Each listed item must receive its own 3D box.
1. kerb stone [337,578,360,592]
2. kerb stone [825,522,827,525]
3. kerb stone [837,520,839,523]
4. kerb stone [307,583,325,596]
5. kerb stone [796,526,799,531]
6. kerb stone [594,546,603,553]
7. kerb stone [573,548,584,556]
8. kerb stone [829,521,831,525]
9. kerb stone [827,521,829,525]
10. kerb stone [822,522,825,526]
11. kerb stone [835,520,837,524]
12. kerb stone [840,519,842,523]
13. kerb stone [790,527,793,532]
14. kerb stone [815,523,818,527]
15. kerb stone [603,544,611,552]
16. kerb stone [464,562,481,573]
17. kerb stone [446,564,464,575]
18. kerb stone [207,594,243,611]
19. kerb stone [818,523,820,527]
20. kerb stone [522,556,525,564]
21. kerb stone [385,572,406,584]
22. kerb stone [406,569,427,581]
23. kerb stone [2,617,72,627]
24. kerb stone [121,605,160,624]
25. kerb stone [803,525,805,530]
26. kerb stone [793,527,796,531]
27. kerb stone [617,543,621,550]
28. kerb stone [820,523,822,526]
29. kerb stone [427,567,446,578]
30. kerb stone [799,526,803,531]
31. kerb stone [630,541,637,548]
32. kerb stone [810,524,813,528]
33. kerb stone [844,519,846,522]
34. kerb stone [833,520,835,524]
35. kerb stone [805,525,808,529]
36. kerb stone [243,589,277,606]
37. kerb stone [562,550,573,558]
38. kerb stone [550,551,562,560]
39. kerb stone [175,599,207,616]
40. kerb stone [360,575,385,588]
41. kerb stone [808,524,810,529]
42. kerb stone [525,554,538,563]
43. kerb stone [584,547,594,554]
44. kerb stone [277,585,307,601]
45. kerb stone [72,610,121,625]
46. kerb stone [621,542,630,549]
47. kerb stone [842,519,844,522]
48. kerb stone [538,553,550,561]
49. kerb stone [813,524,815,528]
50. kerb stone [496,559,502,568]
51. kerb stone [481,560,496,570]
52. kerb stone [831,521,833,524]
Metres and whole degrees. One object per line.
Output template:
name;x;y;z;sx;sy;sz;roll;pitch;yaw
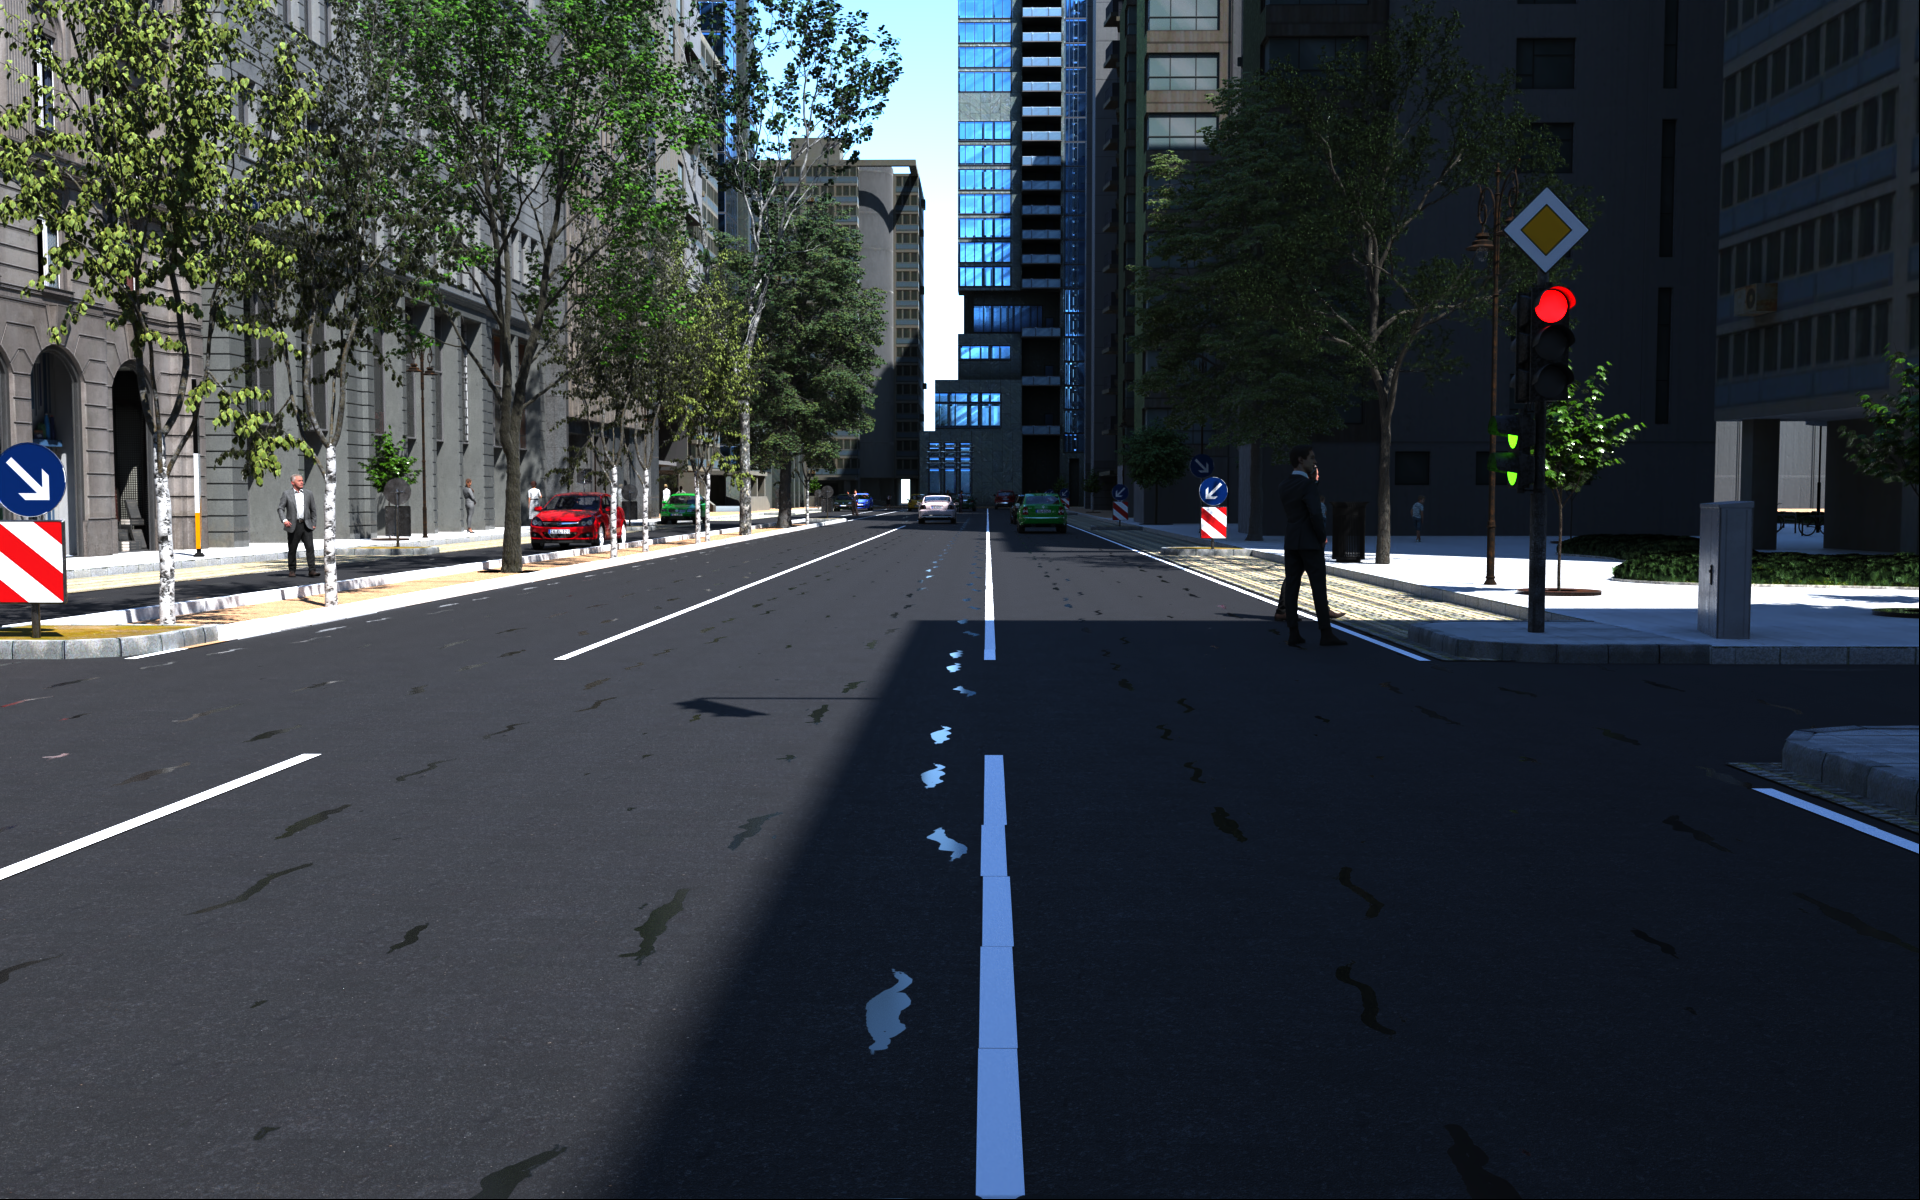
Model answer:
kerb stone;-9.136;-0.204;25.580;0.120;0.150;1.000;0;4;1
kerb stone;-6.209;-3.397;77.847;0.120;0.150;1.000;0;4;1
kerb stone;-6.111;-3.773;83.982;0.120;0.150;1.000;0;4;1
kerb stone;-9.156;-0.144;24.550;0.120;0.150;1.000;0;4;1
kerb stone;-6.393;-2.711;66.582;0.120;0.150;1.000;0;4;1
kerb stone;-8.877;-1.210;41.980;0.120;0.150;1.000;0;4;1
kerb stone;-8.908;-1.085;39.931;0.120;0.150;1.000;0;4;1
kerb stone;-6.172;-3.529;79.893;0.120;0.150;1.000;0;4;1
kerb stone;-6.193;-3.466;78.871;0.120;0.150;1.000;0;4;1
kerb stone;-6.227;-3.339;76.822;0.120;0.150;1.000;0;4;1
kerb stone;-6.127;-3.708;82.960;0.120;0.150;1.000;0;4;1
kerb stone;-6.075;-3.904;86.031;0.120;0.150;1.000;0;4;1
kerb stone;-6.415;-2.583;64.528;0.120;0.150;1.000;0;4;1
kerb stone;-6.268;-3.153;73.755;0.120;0.150;1.000;0;4;1
kerb stone;-8.857;-1.274;43.022;0.120;0.150;1.000;0;4;1
kerb stone;-9.034;-0.583;31.731;0.120;0.150;1.000;0;4;1
kerb stone;-9.053;-0.512;30.702;0.120;0.150;1.000;0;4;1
kerb stone;-9.197;0.046;21.480;0.120;0.150;1.000;0;4;1
kerb stone;-6.255;-3.216;74.778;0.120;0.150;1.000;0;4;1
kerb stone;-8.986;-0.770;34.802;0.120;0.150;1.000;0;4;1
kerb stone;-9.099;-0.331;27.628;0.120;0.150;1.000;0;4;1
kerb stone;-9.088;-0.395;28.654;0.120;0.150;1.000;0;4;1
kerb stone;-9.261;0.295;17.369;0.120;0.150;1.000;0;4;1
kerb stone;-9.231;0.169;19.428;0.120;0.150;1.000;0;4;1
kerb stone;-6.348;-2.840;68.628;0.120;0.150;1.000;0;4;1
kerb stone;-6.400;-2.649;65.553;0.120;0.150;1.000;0;4;1
kerb stone;-8.845;-1.337;44.047;0.120;0.150;1.000;0;4;1
kerb stone;-6.240;-3.278;75.800;0.120;0.150;1.000;0;4;1
kerb stone;-9.072;-0.458;29.679;0.120;0.150;1.000;0;4;1
kerb stone;-6.360;-2.773;67.605;0.120;0.150;1.000;0;4;1
kerb stone;-8.815;-1.458;46.100;0.120;0.150;1.000;0;4;1
kerb stone;-6.302;-3.029;71.711;0.120;0.150;1.000;0;4;1
kerb stone;-6.042;-4.029;88.084;0.120;0.150;1.000;0;4;1
kerb stone;-6.137;-3.654;81.938;0.120;0.150;1.000;0;4;1
kerb stone;-6.330;-2.903;69.657;0.120;0.150;1.000;0;4;1
kerb stone;-9.177;-0.019;22.502;0.120;0.150;1.000;0;4;1
kerb stone;-8.928;-1.020;38.909;0.120;0.150;1.000;0;4;1
kerb stone;-8.936;-0.955;37.882;0.120;0.150;1.000;0;4;1
kerb stone;-9.215;0.106;20.458;0.120;0.150;1.000;0;4;1
kerb stone;-9.114;-0.269;26.605;0.120;0.150;1.000;0;4;1
kerb stone;-6.319;-2.962;70.689;0.120;0.150;1.000;0;4;1
kerb stone;-8.972;-0.831;35.831;0.120;0.150;1.000;0;4;1
kerb stone;-8.900;-1.148;40.957;0.120;0.150;1.000;0;4;1
kerb stone;-9.167;-0.080;23.525;0.120;0.150;1.000;0;4;1
kerb stone;-9.243;0.233;18.391;0.120;0.150;1.000;0;4;1
kerb stone;-8.827;-1.399;45.076;0.120;0.150;1.000;0;4;1
kerb stone;-6.060;-3.964;87.054;0.120;0.150;1.000;0;4;1
kerb stone;-8.956;-0.896;36.852;0.120;0.150;1.000;0;4;1
kerb stone;-6.288;-3.091;72.733;0.120;0.150;1.000;0;4;1
kerb stone;-9.008;-0.709;33.780;0.120;0.150;1.000;0;4;1
kerb stone;-9.020;-0.641;32.753;0.120;0.150;1.000;0;4;1
kerb stone;-6.157;-3.591;80.916;0.120;0.150;1.000;0;4;1
